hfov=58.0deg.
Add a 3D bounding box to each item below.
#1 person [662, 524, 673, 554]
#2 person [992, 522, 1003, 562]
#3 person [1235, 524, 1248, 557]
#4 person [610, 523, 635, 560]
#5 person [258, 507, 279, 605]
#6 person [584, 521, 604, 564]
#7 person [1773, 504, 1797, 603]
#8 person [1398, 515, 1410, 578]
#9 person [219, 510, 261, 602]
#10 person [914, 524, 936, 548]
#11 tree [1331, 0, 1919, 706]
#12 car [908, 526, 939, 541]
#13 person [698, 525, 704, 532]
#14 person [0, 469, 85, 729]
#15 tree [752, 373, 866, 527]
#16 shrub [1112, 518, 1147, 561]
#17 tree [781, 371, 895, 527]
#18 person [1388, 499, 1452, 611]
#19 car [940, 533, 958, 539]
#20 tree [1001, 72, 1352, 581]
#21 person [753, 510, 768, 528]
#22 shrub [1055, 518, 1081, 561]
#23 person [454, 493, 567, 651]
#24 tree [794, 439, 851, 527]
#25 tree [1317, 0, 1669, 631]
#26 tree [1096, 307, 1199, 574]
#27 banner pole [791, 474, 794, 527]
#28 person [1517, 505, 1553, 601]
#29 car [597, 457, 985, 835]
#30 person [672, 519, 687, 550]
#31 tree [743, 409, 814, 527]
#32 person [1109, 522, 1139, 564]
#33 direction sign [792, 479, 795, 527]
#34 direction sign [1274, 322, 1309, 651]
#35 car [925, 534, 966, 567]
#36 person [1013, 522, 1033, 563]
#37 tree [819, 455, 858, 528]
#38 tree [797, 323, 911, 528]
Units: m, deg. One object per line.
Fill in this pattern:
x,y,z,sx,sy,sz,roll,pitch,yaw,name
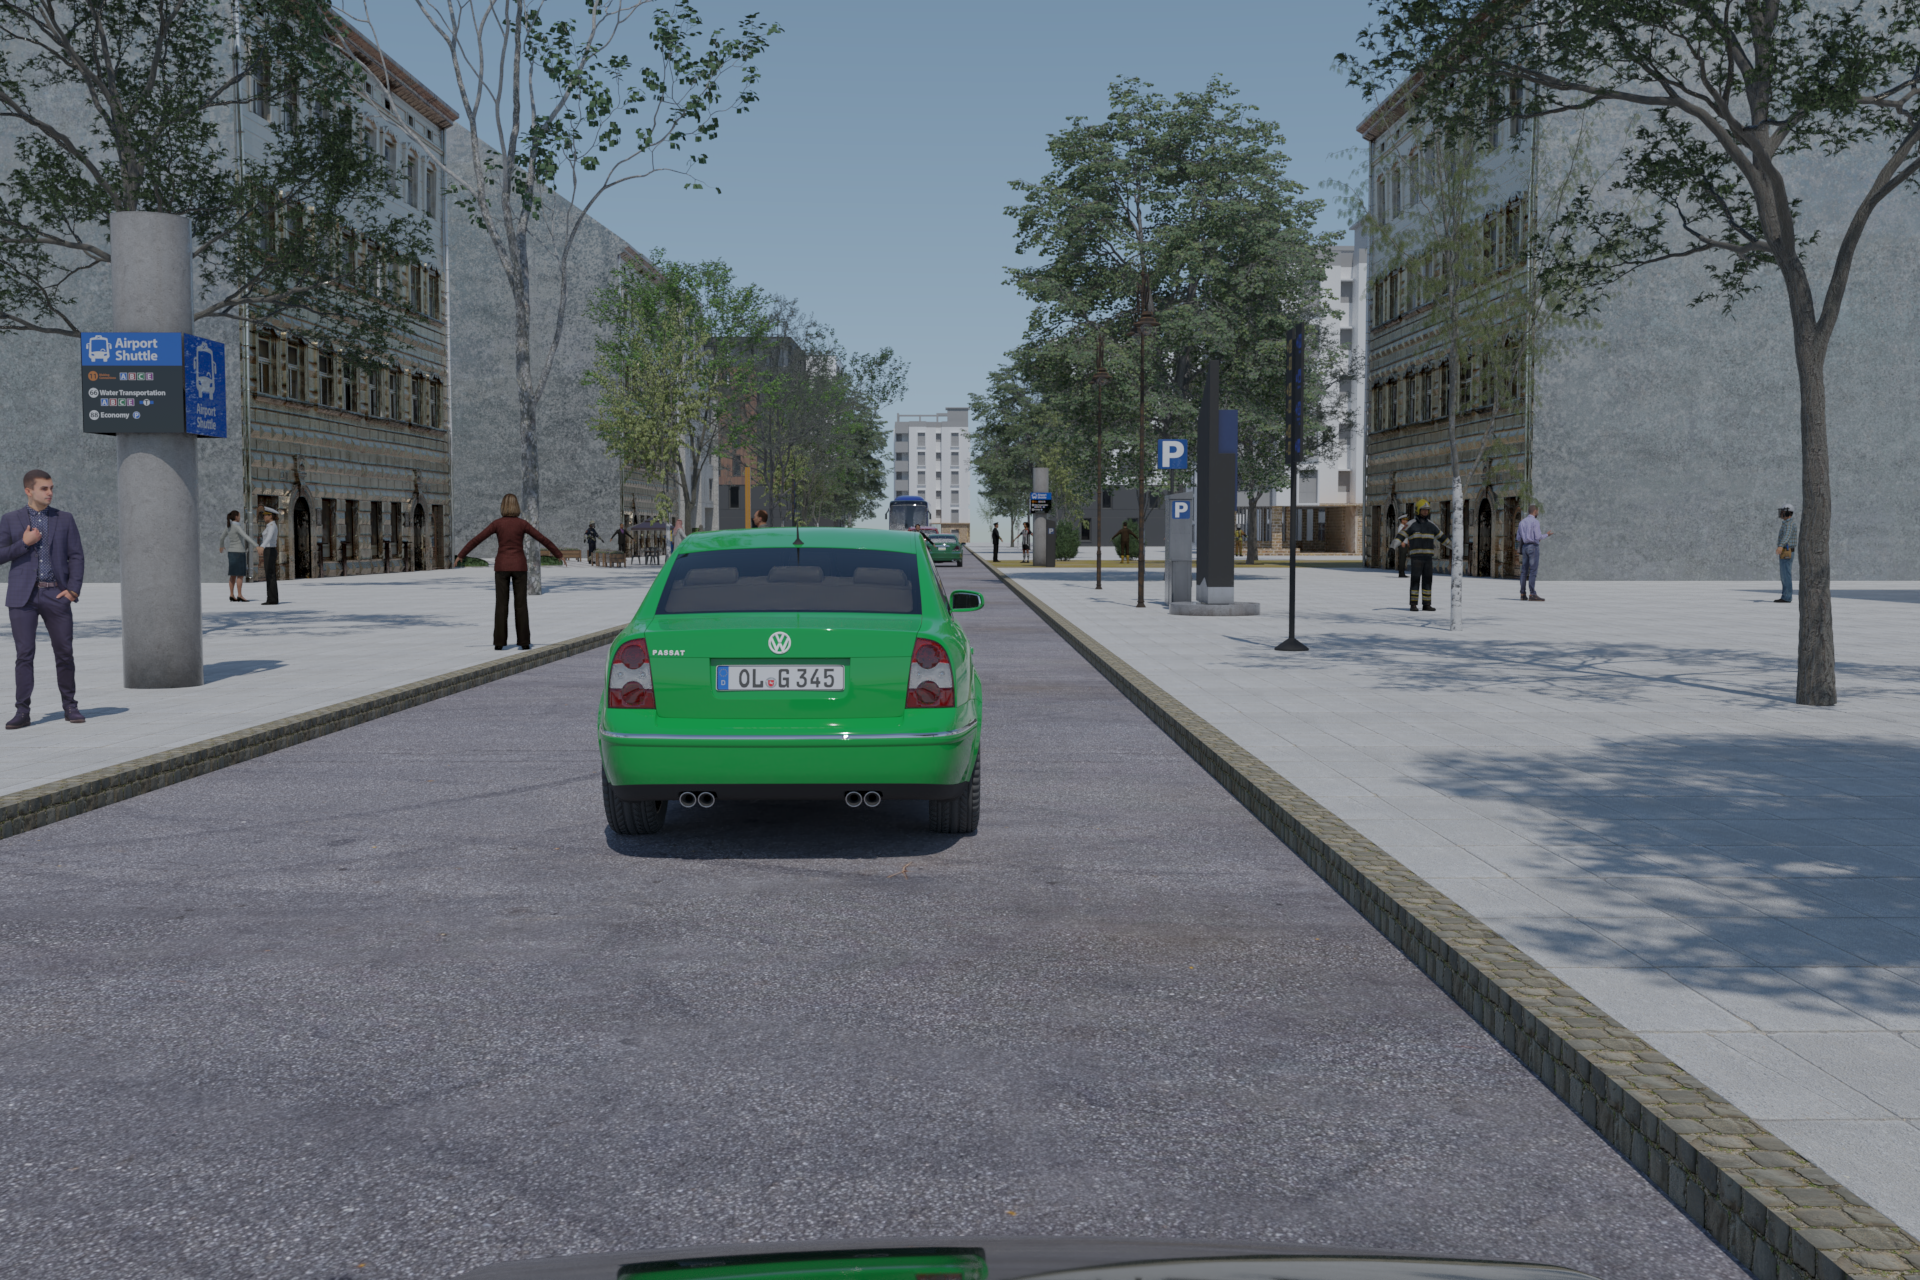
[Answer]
-15.368,-5.247,91.763,0.705,1.833,1.349,-3,5,-39,person
1.669,-4.478,79.146,0.705,1.837,1.347,-1,4,-16,person
15.895,-5.679,98.619,1.354,1.858,0.705,2,4,34,person
-16.388,-4.756,83.983,1.346,1.802,0.704,-3,4,-38,person
-12.573,-1.524,31.380,0.721,1.778,1.216,-1,4,-15,person
-15.669,-4.165,73.875,0.705,1.856,1.354,2,4,25,person
15.417,-1.624,32.386,0.704,1.849,1.345,2,4,28,person
13.025,-2.754,50.814,0.704,1.855,1.343,1,4,22,person
-13.600,-1.583,32.715,1.217,1.735,0.721,2,4,32,person
-1.546,-3.366,63.684,1.347,1.806,0.705,0,4,-8,person
6.668,-4.806,12.993,8.767,10.594,7.601,2,4,35,tree
-1.861,-4.771,86.685,2.281,1.827,5.304,0,4,-2,car
-14.460,-5.534,96.604,0.705,1.813,1.348,2,4,29,person
-6.161,-0.284,11.598,0.541,1.710,0.530,-1,4,-22,person
-9.704,-11.186,108.645,9.928,11.665,9.643,0,3,0,tree
8.179,-4.869,83.641,1.661,2.075,1.752,0,3,0,shrub
-9.651,-13.902,133.960,9.857,13.997,8.962,0,3,0,tree
7.674,-1.405,28.741,1.351,1.858,0.704,-1,4,-15,person
-1.206,-7.704,134.998,2.155,1.783,4.494,0,4,-2,car
5.814,-8.590,47.097,9.857,13.997,8.962,0,3,0,tree
-3.027,-1.071,26.243,0.705,1.796,1.348,1,4,14,person
4.886,-4.742,81.577,1.661,2.075,1.752,0,3,0,shrub
-4.973,-0.757,19.182,1.215,1.729,0.721,-1,4,-14,person
-9.978,-10.339,119.408,4.360,8.622,3.978,0,3,0,tree
6.395,-4.432,22.832,4.360,8.622,3.978,0,3,0,tree
5.852,-6.466,56.087,4.360,8.622,3.978,0,3,0,tree
-6.955,-5.029,72.243,0.401,3.779,0.863,0,3,0,banner pole
11.050,-1.670,33.221,0.599,1.838,0.709,-1,4,-21,person
-0.819,-0.052,9.642,1.959,1.807,4.718,0,4,-1,car
-9.952,-3.391,61.594,0.704,1.811,1.347,-3,4,-37,person
-10.022,-8.977,97.135,4.737,8.622,4.395,0,3,0,tree
7.189,-4.242,75.500,1.346,1.812,0.704,0,4,-2,person
-6.832,-4.837,71.082,0.379,3.537,0.876,0,4,2,direction sign
3.658,-1.651,18.998,0.379,3.537,0.876,0,4,0,direction sign
-0.789,-3.972,76.733,2.131,1.459,4.920,0,4,0,car
2.896,-4.316,76.705,1.345,1.843,0.704,3,5,43,person
-9.640,-11.838,143.905,4.360,8.622,3.978,0,3,0,tree
-11.567,-18.458,157.683,12.611,20.169,13.585,0,3,0,tree
